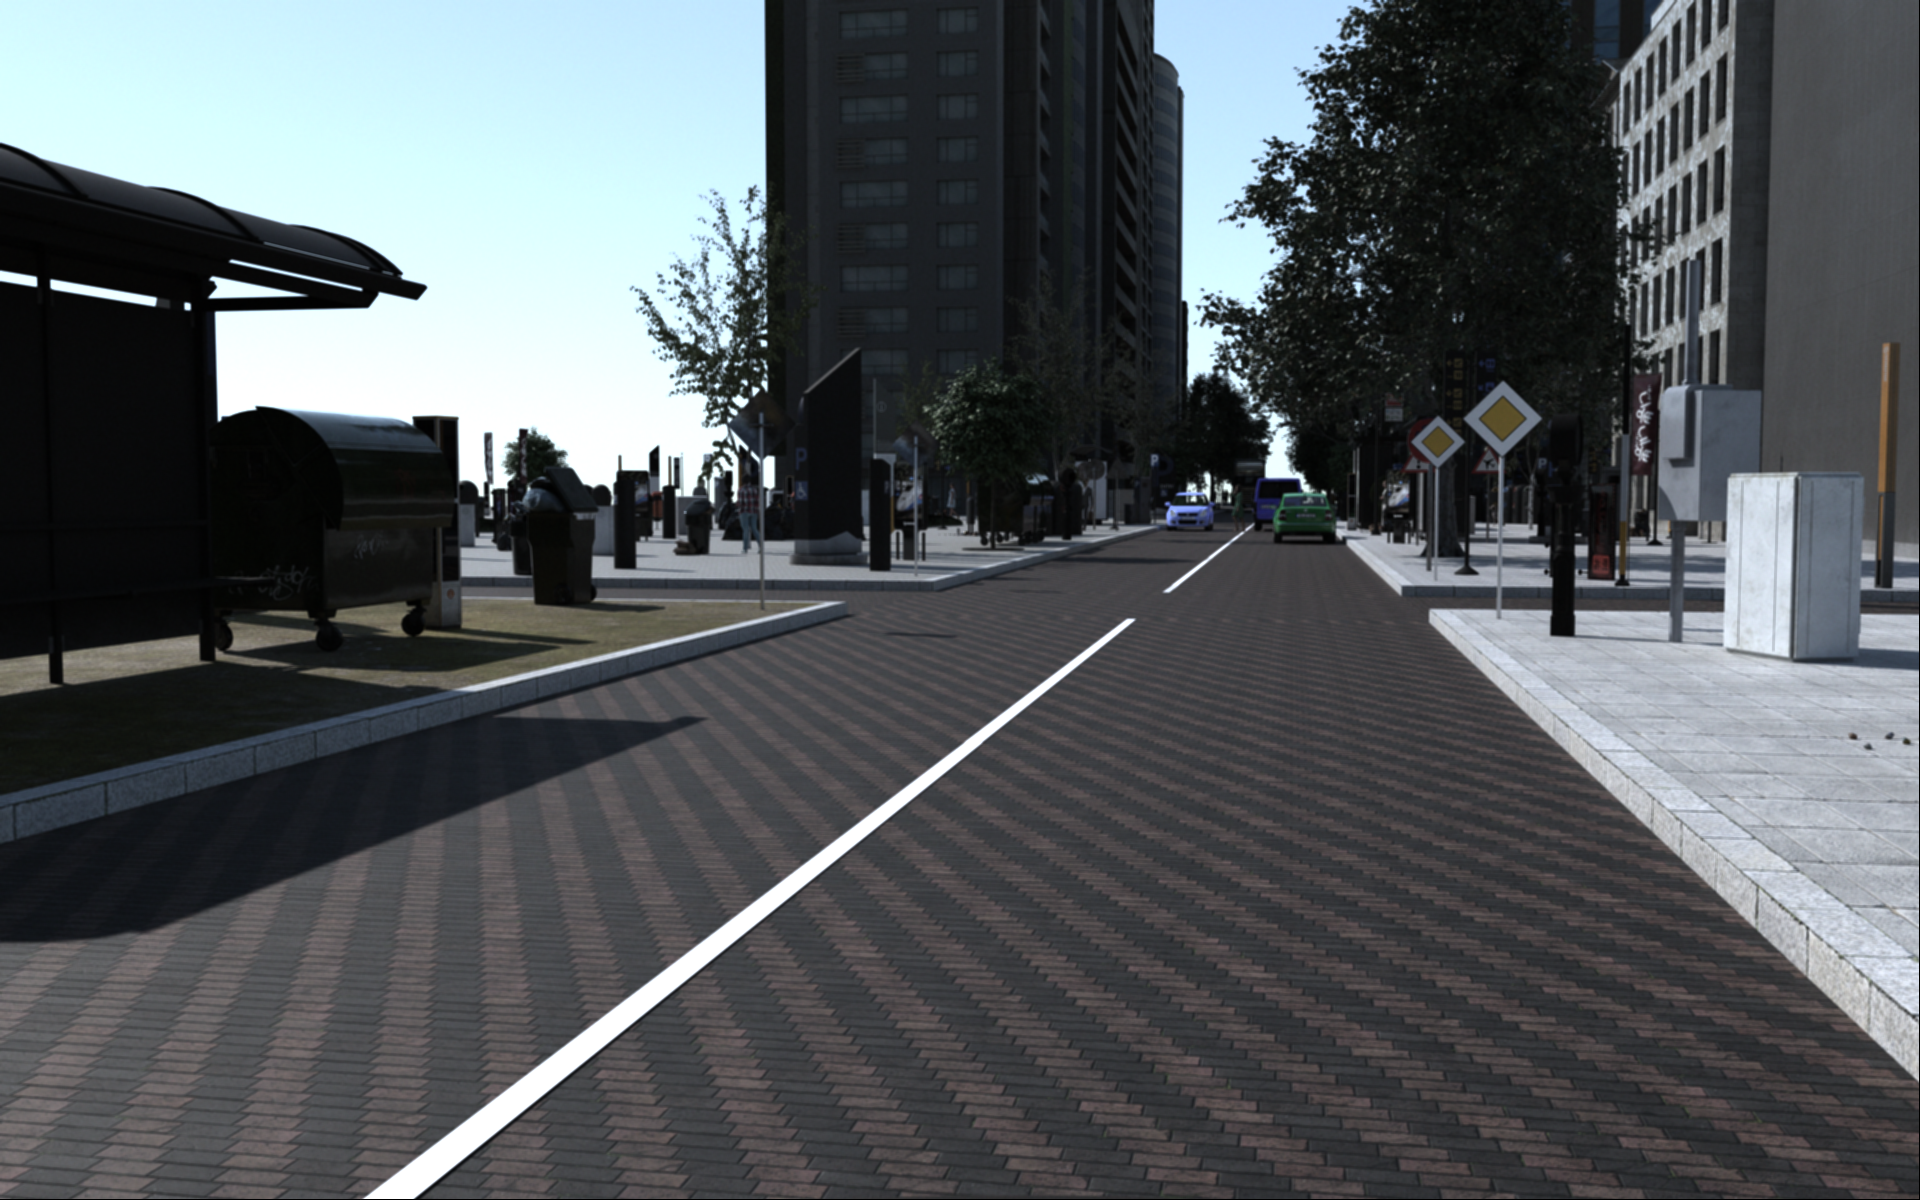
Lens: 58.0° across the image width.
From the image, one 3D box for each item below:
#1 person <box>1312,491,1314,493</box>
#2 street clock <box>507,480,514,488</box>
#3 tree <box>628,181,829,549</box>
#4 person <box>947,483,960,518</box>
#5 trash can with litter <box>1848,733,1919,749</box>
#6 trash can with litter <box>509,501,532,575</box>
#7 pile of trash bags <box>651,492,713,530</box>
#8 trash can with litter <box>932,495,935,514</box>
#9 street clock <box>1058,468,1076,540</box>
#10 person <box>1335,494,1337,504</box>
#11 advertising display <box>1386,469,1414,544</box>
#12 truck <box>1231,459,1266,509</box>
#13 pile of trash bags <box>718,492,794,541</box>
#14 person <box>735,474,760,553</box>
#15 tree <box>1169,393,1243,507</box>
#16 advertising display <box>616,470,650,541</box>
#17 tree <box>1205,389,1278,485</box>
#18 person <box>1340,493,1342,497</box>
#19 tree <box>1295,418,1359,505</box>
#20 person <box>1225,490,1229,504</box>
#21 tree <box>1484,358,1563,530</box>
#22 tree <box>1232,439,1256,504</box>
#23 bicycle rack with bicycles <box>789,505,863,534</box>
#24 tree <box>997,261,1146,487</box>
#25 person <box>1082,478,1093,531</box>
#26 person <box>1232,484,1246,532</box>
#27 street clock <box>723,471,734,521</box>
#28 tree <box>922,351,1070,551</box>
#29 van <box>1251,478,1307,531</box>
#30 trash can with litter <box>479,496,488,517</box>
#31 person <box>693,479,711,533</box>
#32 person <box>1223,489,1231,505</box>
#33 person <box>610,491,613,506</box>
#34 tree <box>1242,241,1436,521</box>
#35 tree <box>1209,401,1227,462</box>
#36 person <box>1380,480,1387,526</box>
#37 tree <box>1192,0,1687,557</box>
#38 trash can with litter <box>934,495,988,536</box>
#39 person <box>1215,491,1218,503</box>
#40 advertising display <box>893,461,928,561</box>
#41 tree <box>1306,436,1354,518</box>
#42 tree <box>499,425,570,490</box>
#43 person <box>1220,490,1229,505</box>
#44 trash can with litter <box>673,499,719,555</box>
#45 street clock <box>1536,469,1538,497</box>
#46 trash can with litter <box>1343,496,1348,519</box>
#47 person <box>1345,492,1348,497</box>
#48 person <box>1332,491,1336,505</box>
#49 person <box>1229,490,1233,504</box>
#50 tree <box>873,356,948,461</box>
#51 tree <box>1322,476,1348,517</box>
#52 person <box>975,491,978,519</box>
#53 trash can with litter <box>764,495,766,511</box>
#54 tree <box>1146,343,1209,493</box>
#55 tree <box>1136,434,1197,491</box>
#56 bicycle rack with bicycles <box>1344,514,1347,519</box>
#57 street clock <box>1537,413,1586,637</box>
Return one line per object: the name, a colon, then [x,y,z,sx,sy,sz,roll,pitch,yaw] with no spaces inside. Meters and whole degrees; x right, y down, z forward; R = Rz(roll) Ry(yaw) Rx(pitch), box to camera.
person: [45.260,-13.151,222.524,0.593,1.643,0.415,3,4,36]
street clock: [-22.790,-5.118,88.241,0.471,2.002,0.358,0,4,0]
tree: [-5.204,-5.504,40.360,4.737,8.622,4.395,0,3,0]
person: [-0.314,-4.803,84.666,0.778,1.811,0.616,2,4,33]
trash can with litter: [5.637,0.171,8.260,1.678,1.210,2.233,-2,4,-24]
trash can with litter: [-6.625,-0.987,27.528,1.055,1.170,0.624,0,4,0]
pile of trash bags: [-9.500,-3.229,62.545,3.447,1.369,1.912,0,4,1]
trash can with litter: [-1.079,-5.304,97.781,1.678,1.210,2.233,2,4,34]
street clock: [2.985,-2.681,48.403,0.471,2.002,0.358,-2,4,-31]
person: [48.430,-13.233,223.136,1.217,1.736,0.721,0,4,0]
advertising display: [11.419,-2.433,44.991,0.123,1.923,0.974,-2,4,-24]
truck: [23.559,-9.293,140.846,2.839,4.237,11.283,1,4,10]
pile of trash bags: [-5.233,-2.410,49.156,1.912,1.369,3.447,1,4,22]
person: [-4.574,-1.874,37.521,0.563,1.720,0.643,-3,4,-38]
tree: [17.077,-10.674,124.888,4.737,8.622,4.395,0,3,0]
advertising display: [-8.895,-2.563,47.126,0.974,1.923,0.123,-3,5,-44]
tree: [32.023,-17.984,200.693,9.857,13.997,8.962,0,3,0]
person: [31.468,-8.309,142.692,0.742,1.727,0.445,-3,5,-42]
tree: [45.371,-18.283,217.047,7.486,12.596,7.792,0,3,0]
person: [35.715,-13.855,232.578,1.348,1.824,0.705,-3,5,-43]
tree: [20.567,-6.851,62.370,4.360,8.622,3.978,0,3,0]
tree: [33.903,-17.070,213.507,7.601,10.594,8.767,0,4,5]
bicycle rack with bicycles: [-4.315,-2.480,53.923,2.852,0.926,2.925,1,4,15]
tree: [3.394,-6.431,55.505,4.360,8.622,3.978,0,3,0]
person: [4.390,-3.363,60.998,0.622,1.834,0.822,1,4,10]
person: [10.558,-3.471,65.498,0.529,1.795,0.600,0,4,-3]
street clock: [-7.104,-2.978,53.255,0.358,2.002,0.471,0,4,-5]
tree: [0.801,-3.418,39.604,4.285,4.588,4.351,0,3,0]
van: [12.659,-3.935,68.714,2.240,2.365,5.245,1,4,11]
trash can with litter: [-23.568,-4.488,84.761,0.624,1.170,1.055,0,4,6]
person: [-8.596,-3.136,57.492,0.537,1.800,0.526,1,4,20]
person: [31.158,-12.022,202.612,1.348,1.822,0.705,-1,4,-12]
person: [-38.891,-11.248,193.084,0.721,1.739,1.217,0,4,5]
tree: [19.086,-10.559,83.008,12.009,13.543,11.850,0,3,0]
tree: [18.099,-11.076,131.460,4.360,8.622,3.978,0,3,0]
person: [14.592,-3.232,59.429,0.362,1.759,0.519,0,4,-7]
tree: [9.865,-7.232,35.247,9.611,12.733,9.660,0,3,0]
trash can with litter: [0.302,-2.596,53.499,1.678,1.210,2.233,-1,4,-11]
person: [35.619,-14.362,241.584,1.217,1.743,0.721,3,4,37]
advertising display: [-0.955,-1.731,33.521,0.123,1.923,0.974,-3,4,-38]
tree: [21.408,-6.715,93.510,4.285,4.588,4.351,0,3,0]
tree: [-20.143,-5.986,81.590,4.285,4.588,4.351,0,3,0]
person: [31.541,-12.304,207.196,1.348,1.826,0.705,2,4,31]
trash can with litter: [-5.606,-1.545,36.643,0.624,1.170,1.055,1,4,20]
street clock: [16.244,-2.676,48.330,0.358,2.002,0.471,3,4,37]
trash can with litter: [20.445,-4.814,90.099,1.055,1.170,0.624,-1,4,-18]
person: [23.284,-5.916,103.697,0.541,1.710,0.530,0,3,0]
person: [35.332,-9.630,164.231,1.217,1.736,0.721,-3,5,-45]
person: [33.416,-12.587,212.400,0.990,1.755,0.434,3,4,36]
tree: [-2.372,-8.639,91.605,4.737,8.622,4.395,0,3,0]
tree: [21.450,-6.298,97.581,1.663,3.219,1.824,0,3,0]
person: [1.035,-5.114,89.843,0.537,1.800,0.526,2,4,27]
trash can with litter: [-9.964,-4.649,87.073,2.233,1.210,1.678,3,5,40]
tree: [8.865,-8.110,82.962,4.360,8.622,3.978,0,3,0]
tree: [11.221,-6.762,94.278,4.285,4.588,4.351,0,3,0]
bicycle rack with bicycles: [20.650,-4.504,87.016,2.925,0.926,2.852,1,4,11]
street clock: [5.464,-0.677,15.643,0.358,2.002,0.471,2,4,28]
